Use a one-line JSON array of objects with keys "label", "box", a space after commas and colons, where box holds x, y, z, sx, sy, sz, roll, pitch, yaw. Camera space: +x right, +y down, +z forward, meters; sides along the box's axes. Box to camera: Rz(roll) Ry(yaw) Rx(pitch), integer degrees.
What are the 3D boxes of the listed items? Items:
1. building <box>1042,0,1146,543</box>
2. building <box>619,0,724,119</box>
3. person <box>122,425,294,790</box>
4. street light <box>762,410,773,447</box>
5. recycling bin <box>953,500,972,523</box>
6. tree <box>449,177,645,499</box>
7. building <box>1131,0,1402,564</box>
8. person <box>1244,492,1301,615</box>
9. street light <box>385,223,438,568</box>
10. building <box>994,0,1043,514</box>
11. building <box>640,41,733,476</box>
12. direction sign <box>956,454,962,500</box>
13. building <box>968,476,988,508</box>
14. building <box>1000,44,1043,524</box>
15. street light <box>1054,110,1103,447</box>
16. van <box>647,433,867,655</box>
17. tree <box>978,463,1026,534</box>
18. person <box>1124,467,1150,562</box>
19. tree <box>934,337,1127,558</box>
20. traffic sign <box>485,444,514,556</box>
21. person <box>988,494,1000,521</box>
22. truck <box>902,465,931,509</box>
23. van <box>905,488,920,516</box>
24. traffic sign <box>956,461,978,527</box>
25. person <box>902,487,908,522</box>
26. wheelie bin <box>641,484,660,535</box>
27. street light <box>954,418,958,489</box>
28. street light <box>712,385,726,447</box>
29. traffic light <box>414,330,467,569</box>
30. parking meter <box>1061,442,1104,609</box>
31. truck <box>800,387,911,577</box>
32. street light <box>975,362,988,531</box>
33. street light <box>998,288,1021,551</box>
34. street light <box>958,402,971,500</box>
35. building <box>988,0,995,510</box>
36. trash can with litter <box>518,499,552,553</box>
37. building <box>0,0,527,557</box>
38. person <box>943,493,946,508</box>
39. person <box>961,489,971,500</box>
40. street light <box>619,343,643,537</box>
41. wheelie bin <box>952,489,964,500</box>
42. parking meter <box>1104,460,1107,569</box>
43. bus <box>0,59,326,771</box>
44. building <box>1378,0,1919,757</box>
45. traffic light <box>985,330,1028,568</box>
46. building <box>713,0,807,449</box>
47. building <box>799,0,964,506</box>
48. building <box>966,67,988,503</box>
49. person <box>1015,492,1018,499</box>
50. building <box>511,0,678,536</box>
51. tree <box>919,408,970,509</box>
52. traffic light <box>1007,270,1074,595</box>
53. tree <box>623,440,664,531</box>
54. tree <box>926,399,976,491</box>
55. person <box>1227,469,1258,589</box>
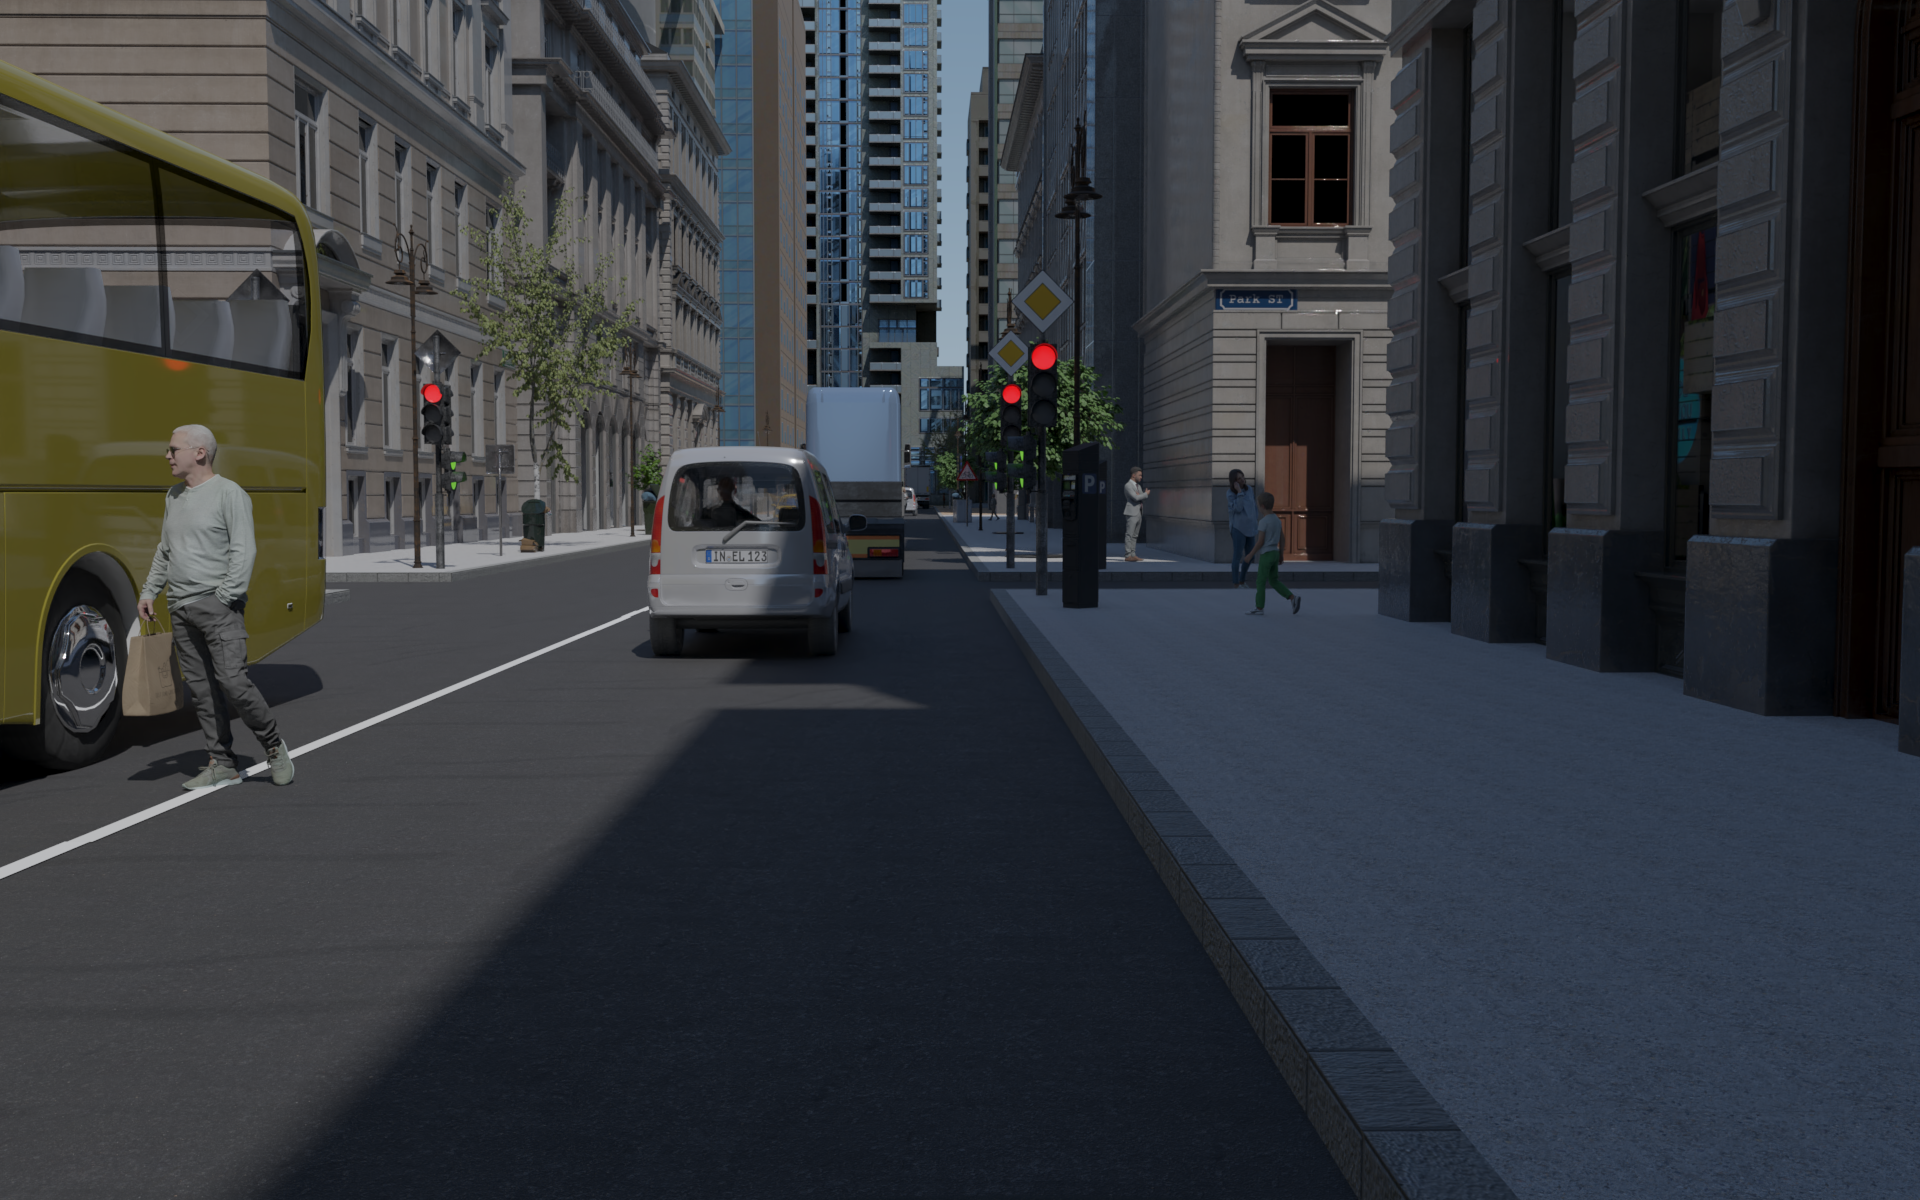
[{"label": "building", "box": [9.269, -14.461, 54.460, 12.078, 24.808, 19.932, 0, 4, -1]}, {"label": "building", "box": [-29.429, -25.970, 116.499, 32.217, 40.220, 23.993, 0, 4, -1]}, {"label": "person", "box": [-3.720, 0.030, 8.495, 0.782, 1.767, 0.515, 2, 4, 24]}, {"label": "street light", "box": [-10.620, -7.516, 95.669, 0.468, 5.910, 1.993, 0, 4, -1]}, {"label": "recycling bin", "box": [0.110, -4.012, 78.144, 0.722, 1.027, 0.722, -1, 4, -15]}, {"label": "tree", "box": [-9.870, -5.557, 41.216, 4.737, 8.622, 4.395, 0, 3, 0]}, {"label": "building", "box": [14.331, -12.248, 36.410, 21.152, 22.565, 11.583, 0, 4, -1]}, {"label": "person", "box": [3.308, -0.490, 18.307, 0.590, 1.304, 0.306, 1, 4, 23]}, {"label": "street light", "box": [-9.405, -3.491, 29.860, 0.468, 5.910, 1.993, 0, 4, -1]}, {"label": "building", "box": [9.278, -26.548, 117.659, 14.154, 41.232, 14.086, 0, 4, -1]}, {"label": "building", "box": [-17.797, -15.693, 85.452, 11.050, 23.489, 19.941, 0, 4, -1]}, {"label": "direction sign", "box": [-0.047, -6.441, 97.310, 0.379, 3.537, 0.876, 1, 4, 19]}, {"label": "building", "box": [16.698, -29.038, 166.659, 32.217, 40.220, 23.993, 0, 4, -1]}, {"label": "building", "box": [7.286, -14.324, 85.112, 10.553, 20.767, 40.483, 0, 4, -1]}, {"label": "street light", "box": [1.448, -2.974, 21.413, 0.468, 5.910, 1.993, 0, 4, -1]}, {"label": "van", "box": [-1.930, -0.596, 16.752, 2.013, 2.044, 4.112, 0, 4, -1]}, {"label": "tree", "box": [1.657, -3.741, 55.760, 1.663, 3.219, 1.824, 0, 3, 0]}, {"label": "person", "box": [3.371, -1.637, 32.987, 0.466, 1.800, 0.511, 1, 4, 16]}, {"label": "tree", "box": [1.669, -3.141, 35.064, 4.285, 4.588, 4.351, 0, 3, 0]}, {"label": "traffic sign", "box": [-9.487, -2.056, 35.742, 0.606, 2.300, 0.079, 0, 4, 5]}, {"label": "person", "box": [1.626, -4.500, 83.887, 0.640, 1.303, 0.475, 1, 4, 16]}, {"label": "truck", "box": [-4.310, -11.195, 171.959, 2.839, 4.237, 11.283, 0, 4, -3]}, {"label": "van", "box": [-3.656, -6.539, 113.924, 2.013, 2.044, 4.112, 0, 3, 0]}, {"label": "traffic sign", "box": [0.285, -4.172, 68.214, 0.884, 2.594, 0.081, 0, 4, 5]}, {"label": "person", "box": [-2.812, -4.896, 88.739, 0.537, 1.800, 0.526, -3, 5, -44]}, {"label": "wheelie bin", "box": [-9.607, -2.845, 54.421, 0.693, 1.594, 0.980, 1, 4, 14]}, {"label": "street light", "box": [-0.140, -8.064, 104.630, 0.468, 5.910, 1.993, 0, 4, -1]}, {"label": "street light", "box": [-10.263, -6.179, 73.811, 0.468, 5.910, 1.993, 0, 4, -1]}, {"label": "traffic light", "box": [-8.904, -2.490, 29.626, 0.839, 4.253, 0.868, 0, 4, -1]}, {"label": "parking meter", "box": [1.353, -0.844, 19.505, 0.399, 1.863, 0.255, -3, 5, -42]}, {"label": "truck", "box": [-2.481, -2.948, 37.959, 2.967, 4.110, 18.799, 0, 4, -2]}, {"label": "street light", "box": [0.729, -5.385, 60.829, 0.468, 5.910, 1.993, 0, 4, -1]}, {"label": "street light", "box": [1.105, -4.048, 38.972, 0.468, 5.910, 1.993, 0, 4, -1]}, {"label": "street light", "box": [0.258, -6.727, 82.773, 0.468, 5.910, 1.993, 0, 4, -1]}, {"label": "building", "box": [12.756, -36.512, 138.969, 21.231, 58.520, 28.212, 0, 4, -1]}, {"label": "trash can with litter", "box": [-9.398, -1.643, 38.253, 0.624, 1.170, 1.055, 0, 4, -5]}, {"label": "building", "box": [-19.114, -15.609, 41.116, 13.634, 28.700, 20.117, 0, 4, -1]}, {"label": "person", "box": [-1.466, -9.359, 162.326, 0.557, 1.426, 1.065, 0, 4, 5]}, {"label": "person", "box": [0.312, -7.751, 133.493, 1.217, 1.735, 0.721, 3, 4, 38]}, {"label": "street light", "box": [-9.849, -4.840, 51.930, 0.468, 5.910, 1.993, 0, 4, -1]}, {"label": "wheelie bin", "box": [-0.138, -5.591, 99.326, 0.693, 1.594, 0.980, 0, 4, -3]}, {"label": "parking meter", "box": [2.304, -1.454, 29.488, 0.255, 1.863, 0.399, 3, 4, 36]}, {"label": "bus", "box": [-5.763, -0.893, 6.140, 2.896, 3.916, 12.252, 0, 4, 0]}, {"label": "building", "box": [9.443, -10.998, 8.693, 11.050, 23.489, 19.941, 0, 4, -1]}, {"label": "traffic light", "box": [0.855, -2.503, 29.839, 0.839, 4.253, 0.868, 0, 4, -1]}, {"label": "building", "box": [-20.690, -30.581, 150.102, 14.600, 45.320, 14.200, 0, 4, -1]}, {"label": "building", "box": [-15.218, -54.260, 199.816, 31.000, 86.520, 22.319, 0, 4, -1]}, {"label": "building", "box": [11.465, -35.292, 200.724, 21.600, 48.544, 21.300, 0, 4, -1]}, {"label": "person", "box": [3.917, -6.320, 110.112, 1.217, 1.736, 0.721, -3, 5, -43]}, {"label": "building", "box": [-18.674, -13.561, 63.521, 13.314, 21.916, 24.055, 0, 4, -1]}, {"label": "tree", "box": [-1.083, -12.037, 147.172, 4.737, 8.622, 4.395, 0, 3, 0]}, {"label": "traffic light", "box": [1.017, -2.014, 21.855, 0.839, 4.253, 0.868, 0, 4, -1]}, {"label": "tree", "box": [-10.678, -4.017, 60.273, 1.663, 3.219, 1.824, 0, 3, 0]}, {"label": "tree", "box": [-0.241, -10.942, 129.267, 4.360, 8.622, 3.978, 0, 3, 0]}, {"label": "person", "box": [4.057, -0.991, 24.971, 0.793, 1.790, 0.793, 1, 4, 15]}]
